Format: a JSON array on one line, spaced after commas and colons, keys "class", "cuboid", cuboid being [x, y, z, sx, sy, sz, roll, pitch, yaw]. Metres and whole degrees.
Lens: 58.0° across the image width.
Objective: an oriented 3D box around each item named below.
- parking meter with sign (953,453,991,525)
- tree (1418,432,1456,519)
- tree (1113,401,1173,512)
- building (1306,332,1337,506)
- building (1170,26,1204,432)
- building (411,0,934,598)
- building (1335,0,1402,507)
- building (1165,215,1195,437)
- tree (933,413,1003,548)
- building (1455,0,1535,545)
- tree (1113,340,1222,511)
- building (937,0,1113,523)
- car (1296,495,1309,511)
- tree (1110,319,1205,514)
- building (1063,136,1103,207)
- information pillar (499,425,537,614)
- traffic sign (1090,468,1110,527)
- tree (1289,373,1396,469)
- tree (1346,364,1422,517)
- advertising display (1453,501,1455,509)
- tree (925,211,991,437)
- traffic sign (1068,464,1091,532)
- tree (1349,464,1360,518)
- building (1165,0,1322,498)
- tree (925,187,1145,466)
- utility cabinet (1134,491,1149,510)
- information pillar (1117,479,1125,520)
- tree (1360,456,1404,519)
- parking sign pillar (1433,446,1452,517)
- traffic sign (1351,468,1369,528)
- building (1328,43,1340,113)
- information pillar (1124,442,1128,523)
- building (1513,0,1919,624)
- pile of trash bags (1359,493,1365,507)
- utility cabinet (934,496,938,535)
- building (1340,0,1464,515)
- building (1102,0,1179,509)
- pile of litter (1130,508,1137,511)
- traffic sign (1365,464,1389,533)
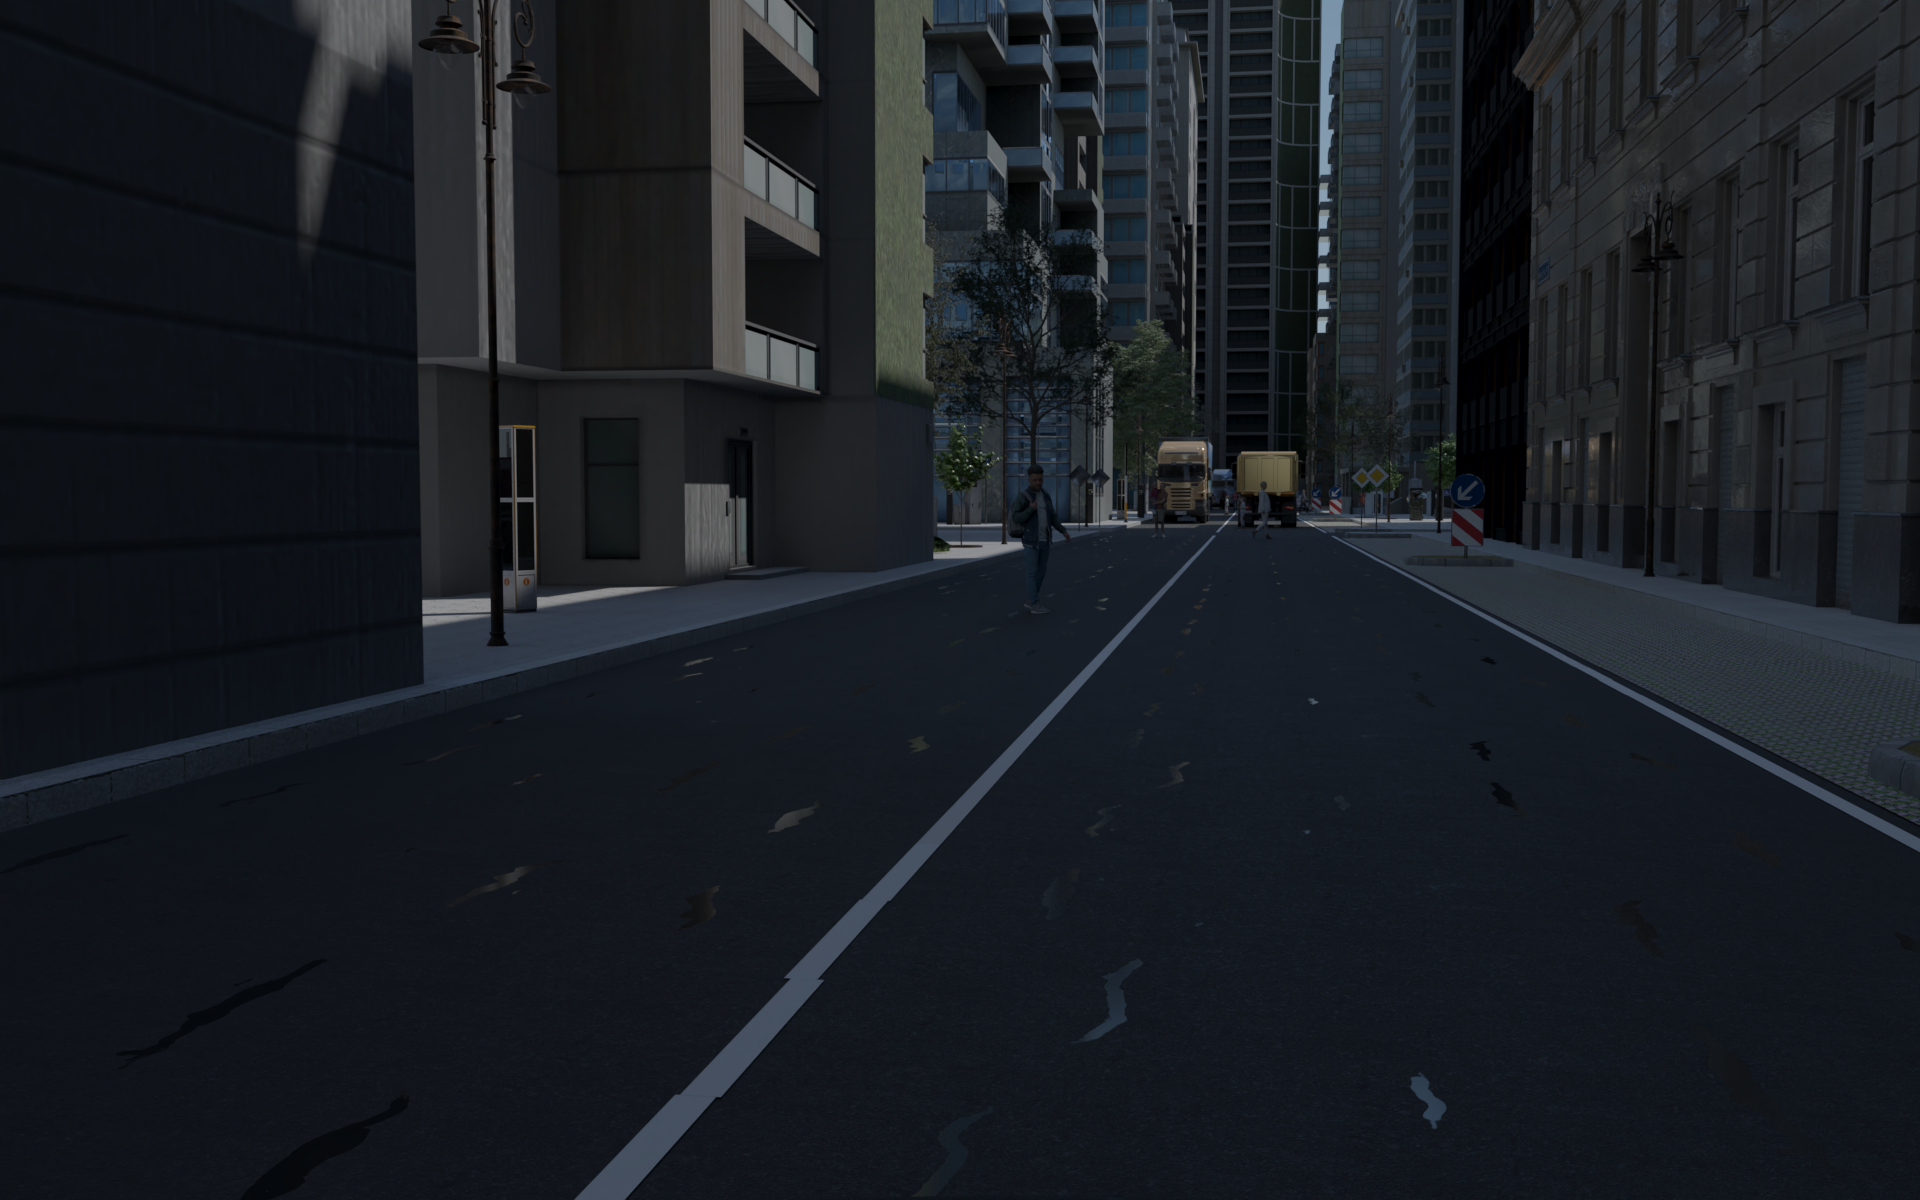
[{"class": "parking meter with sign", "cuboid": [0.493, -4.661, 72.461, 1.738, 3.016, 0.543, -3, 5, -43]}, {"class": "tree", "cuboid": [25.762, -6.553, 90.848, 4.285, 4.588, 4.351, 0, 3, 0]}, {"class": "tree", "cuboid": [12.932, -10.473, 121.598, 4.360, 8.622, 3.978, 0, 3, 0]}, {"class": "building", "cuboid": [54.059, -21.552, 197.421, 27.650, 21.520, 28.899, 1, 4, 10]}, {"class": "building", "cuboid": [14.282, -37.593, 203.892, 27.495, 52.752, 28.713, 1, 4, 10]}, {"class": "building", "cuboid": [-8.569, -20.980, 26.621, 14.154, 41.232, 14.086, 1, 4, 10]}, {"class": "building", "cuboid": [38.815, -28.251, 145.498, 14.154, 41.232, 14.086, 1, 4, 10]}, {"class": "building", "cuboid": [16.848, -24.923, 179.195, 14.160, 30.474, 14.107, 1, 4, 10]}, {"class": "tree", "cuboid": [-0.068, -2.881, 41.701, 1.663, 3.219, 1.824, 0, 3, 0]}, {"class": "building", "cuboid": [20.999, -13.318, 47.422, 12.332, 23.373, 15.834, 1, 4, 10]}, {"class": "tree", "cuboid": [15.082, -13.719, 134.672, 12.009, 13.543, 11.850, 0, 3, 0]}, {"class": "building", "cuboid": [-2.567, -47.585, 90.681, 22.319, 86.520, 31.000, 1, 4, 10]}, {"class": "car", "cuboid": [29.557, -8.525, 151.750, 2.083, 1.381, 4.827, 0, 4, 8]}, {"class": "tree", "cuboid": [11.971, -11.873, 112.244, 7.486, 12.596, 7.792, 0, 3, 0]}, {"class": "building", "cuboid": [2.484, -21.454, 122.469, 14.160, 30.474, 14.107, 1, 4, 10]}, {"class": "information pillar", "cuboid": [-4.797, -0.871, 18.728, 0.304, 2.012, 0.304, 2, 4, 35]}, {"class": "traffic sign", "cuboid": [5.385, -3.858, 66.718, 0.795, 2.450, 0.064, 1, 4, 10]}, {"class": "tree", "cuboid": [29.469, -12.093, 132.131, 8.767, 10.594, 7.601, 0, 4, 6]}, {"class": "tree", "cuboid": [24.022, -9.071, 98.681, 4.360, 8.622, 3.978, 0, 3, 0]}, {"class": "advertising display", "cuboid": [22.257, -4.352, 76.368, 0.974, 1.923, 0.123, 2, 4, 33]}, {"class": "tree", "cuboid": [-1.234, -5.846, 45.951, 4.360, 8.622, 3.978, 0, 3, 0]}, {"class": "traffic sign", "cuboid": [4.054, -3.376, 58.844, 0.795, 2.450, 0.064, 1, 4, 10]}, {"class": "tree", "cuboid": [22.244, -6.118, 94.636, 1.663, 3.219, 1.824, 0, 3, 0]}, {"class": "building", "cuboid": [37.386, -48.490, 231.056, 20.611, 71.187, 20.563, 1, 4, 10]}, {"class": "tree", "cuboid": [2.066, -7.277, 53.393, 7.601, 10.594, 8.767, 0, 4, -6]}, {"class": "utility cabinet", "cuboid": [14.046, -7.671, 134.092, 1.173, 1.500, 0.318, -1, 4, -21]}, {"class": "information pillar", "cuboid": [8.089, -5.044, 86.968, 0.304, 2.012, 0.304, 3, 5, 41]}, {"class": "tree", "cuboid": [21.626, -5.723, 88.176, 1.663, 3.219, 1.824, 0, 3, 0]}, {"class": "parking sign pillar", "cuboid": [27.003, -6.575, 95.968, 1.447, 3.967, 1.447, 1, 4, 21]}, {"class": "traffic sign", "cuboid": [15.089, -3.757, 65.063, 0.795, 2.450, 0.064, 1, 4, 10]}, {"class": "building", "cuboid": [47.129, -33.523, 167.707, 23.786, 49.044, 30.456, 1, 4, 10]}, {"class": "information pillar", "cuboid": [7.487, -5.307, 78.125, 0.183, 3.616, 0.504, 0, 4, 3]}, {"class": "building", "cuboid": [16.840, -14.067, 27.262, 12.463, 27.353, 25.104, 1, 4, 10]}, {"class": "pile of trash bags", "cuboid": [30.644, -7.690, 135.486, 3.447, 1.369, 1.912, -3, 5, -42]}, {"class": "utility cabinet", "cuboid": [-1.161, -2.342, 49.450, 1.020, 1.237, 0.306, -1, 4, -21]}, {"class": "building", "cuboid": [41.721, -25.742, 112.767, 32.217, 40.220, 23.993, 1, 4, 10]}, {"class": "building", "cuboid": [8.254, -32.900, 157.521, 23.786, 49.044, 30.456, 1, 4, 10]}, {"class": "pile of litter", "cuboid": [13.429, -7.058, 129.357, 1.176, 0.858, 1.719, -1, 4, -21]}, {"class": "traffic sign", "cuboid": [13.758, -3.275, 57.189, 0.795, 2.450, 0.064, 1, 4, 10]}]
